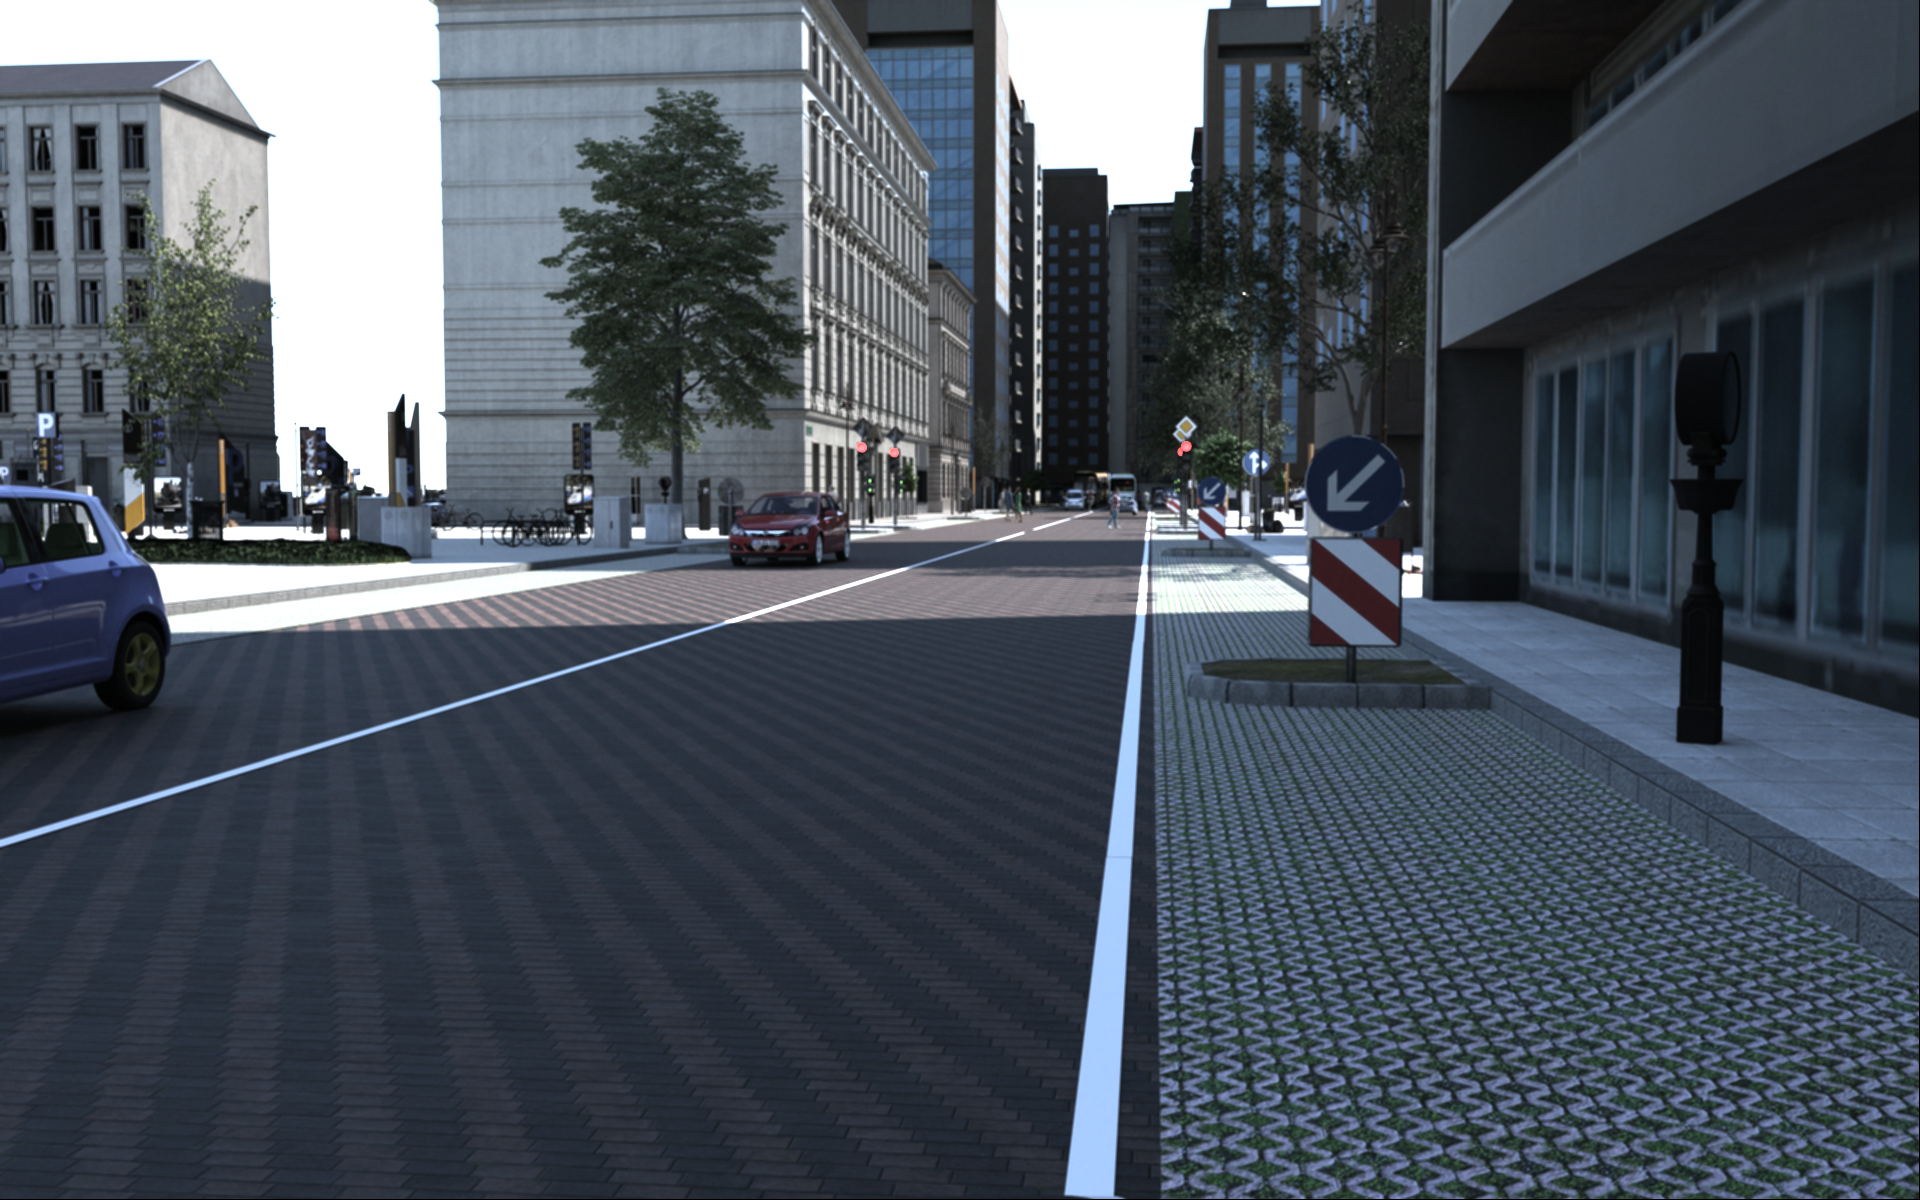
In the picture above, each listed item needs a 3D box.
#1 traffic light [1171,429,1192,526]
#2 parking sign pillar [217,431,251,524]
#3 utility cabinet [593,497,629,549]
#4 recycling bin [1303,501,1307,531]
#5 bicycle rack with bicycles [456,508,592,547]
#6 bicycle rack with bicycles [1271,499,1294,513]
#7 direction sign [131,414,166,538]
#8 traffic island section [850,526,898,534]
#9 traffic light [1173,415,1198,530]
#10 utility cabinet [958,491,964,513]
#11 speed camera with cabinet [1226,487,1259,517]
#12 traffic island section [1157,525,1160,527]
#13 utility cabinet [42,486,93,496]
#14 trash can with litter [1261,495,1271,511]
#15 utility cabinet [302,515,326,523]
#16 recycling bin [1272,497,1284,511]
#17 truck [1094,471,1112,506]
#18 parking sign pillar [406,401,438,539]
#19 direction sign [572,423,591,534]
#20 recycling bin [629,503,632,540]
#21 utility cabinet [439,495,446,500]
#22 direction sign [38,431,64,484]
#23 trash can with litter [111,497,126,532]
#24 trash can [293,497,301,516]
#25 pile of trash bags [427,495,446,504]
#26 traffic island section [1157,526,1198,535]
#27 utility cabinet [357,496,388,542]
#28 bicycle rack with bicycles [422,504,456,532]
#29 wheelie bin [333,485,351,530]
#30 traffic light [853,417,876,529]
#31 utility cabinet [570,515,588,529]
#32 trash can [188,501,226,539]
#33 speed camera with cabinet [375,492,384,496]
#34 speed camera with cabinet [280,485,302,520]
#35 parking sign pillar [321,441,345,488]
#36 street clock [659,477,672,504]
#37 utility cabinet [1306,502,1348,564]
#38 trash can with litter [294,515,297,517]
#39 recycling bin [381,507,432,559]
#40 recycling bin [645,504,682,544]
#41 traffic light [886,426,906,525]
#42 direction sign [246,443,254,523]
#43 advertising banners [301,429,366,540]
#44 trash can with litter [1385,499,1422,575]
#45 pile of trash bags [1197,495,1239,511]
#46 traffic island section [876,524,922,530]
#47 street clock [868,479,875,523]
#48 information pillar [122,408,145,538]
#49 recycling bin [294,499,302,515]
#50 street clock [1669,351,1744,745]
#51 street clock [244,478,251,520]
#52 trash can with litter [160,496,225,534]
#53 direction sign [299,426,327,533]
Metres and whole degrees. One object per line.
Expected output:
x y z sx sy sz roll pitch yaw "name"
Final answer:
8.949 -4.957 69.970 0.839 4.253 0.868 0 4 6 "traffic light"
-31.166 -5.238 74.114 1.447 3.967 1.447 1 4 10 "parking sign pillar"
-8.299 -1.835 41.166 1.020 1.237 0.306 3 5 40 "utility cabinet"
12.223 -2.863 59.364 0.722 1.027 0.722 -1 4 -11 "recycling bin"
-10.568 -1.835 43.391 2.925 0.926 2.852 -3 5 -39 "bicycle rack with bicycles"
22.511 -6.469 119.147 2.852 0.926 2.925 2 4 28 "bicycle rack with bicycles"
-23.124 -3.511 49.400 0.876 3.537 0.379 -2 4 -32 "direction sign"
-3.558 -2.517 63.431 2.009 0.180 2.903 0 4 6 "traffic island section"
8.073 -4.472 62.033 0.839 4.253 0.868 0 4 6 "traffic light"
0.054 -6.397 113.270 0.318 1.500 1.173 0 4 5 "utility cabinet"
15.758 -6.273 96.900 2.038 3.252 0.660 0 4 -3 "speed camera with cabinet"
8.988 -2.923 70.079 2.009 0.180 2.903 0 4 6 "traffic island section"
-24.035 -2.325 46.697 1.173 1.500 0.318 0 4 -6 "utility cabinet"
24.145 -7.532 134.208 1.678 1.210 2.233 -3 5 -39 "trash can with litter"
-27.841 -4.030 74.569 1.173 1.500 0.318 2 4 32 "utility cabinet"
23.690 -7.120 128.965 0.722 1.027 0.722 1 4 21 "recycling bin"
17.517 -13.965 217.247 2.839 4.237 11.283 0 4 8 "truck"
-15.802 -3.752 49.815 1.447 3.967 1.447 -1 4 -10 "parking sign pillar"
-12.028 -3.863 55.156 0.876 3.537 0.379 3 4 38 "direction sign"
-9.602 -2.180 48.205 0.722 1.027 0.722 1 4 16 "recycling bin"
-32.626 -6.029 109.740 0.306 1.237 1.020 -3 5 -44 "utility cabinet"
-32.662 -4.298 62.267 0.379 3.537 0.876 2 4 35 "direction sign"
-28.236 -2.899 58.790 1.055 1.170 0.624 1 4 12 "trash can with litter"
-38.848 -5.473 101.141 0.748 1.137 0.748 0 3 0 "trash can"
-34.135 -6.412 114.586 1.912 1.369 3.447 1 4 13 "pile of trash bags"
8.112 -2.438 62.142 2.009 0.180 2.903 0 4 6 "traffic island section"
-15.325 -2.108 45.629 1.020 1.237 0.306 -2 4 -25 "utility cabinet"
-18.300 -2.836 59.753 2.925 0.926 2.852 1 4 11 "bicycle rack with bicycles"
-22.382 -3.355 62.760 0.980 1.594 0.693 0 4 8 "wheelie bin"
-3.520 -4.549 63.292 0.839 4.253 0.868 0 4 6 "traffic light"
-14.043 -3.218 63.774 0.306 1.237 1.020 -2 4 -34 "utility cabinet"
-16.110 -1.556 37.090 0.748 1.137 0.748 0 3 0 "trash can"
-44.926 -8.607 135.063 2.038 3.252 0.660 -1 4 -23 "speed camera with cabinet"
-33.055 -5.597 85.838 2.038 3.252 0.660 -1 4 -13 "speed camera with cabinet"
-31.675 -6.056 87.487 1.447 3.967 1.447 2 4 32 "parking sign pillar"
-12.191 -4.104 71.665 0.471 2.002 0.358 1 4 20 "street clock"
6.757 -1.402 31.600 0.318 1.500 1.173 3 5 41 "utility cabinet"
-37.896 -5.271 97.246 2.233 1.210 1.678 0 4 6 "trash can with litter"
-11.073 -1.353 34.669 0.722 1.027 0.722 1 4 13 "recycling bin"
-7.631 -1.958 44.562 0.722 1.027 0.722 1 4 20 "recycling bin"
-2.644 -5.034 71.229 0.839 4.253 0.868 0 4 6 "traffic light"
-31.574 -5.190 76.854 0.379 3.537 0.876 -2 4 -26 "direction sign"
-16.836 -3.079 46.533 2.074 3.025 0.090 1 4 20 "advertising banners"
7.366 -1.015 27.645 2.233 1.210 1.678 1 4 16 "trash can with litter"
19.643 -7.447 131.516 3.447 1.369 1.912 1 4 17 "pile of trash bags"
-2.682 -3.002 71.368 2.009 0.180 2.903 0 4 6 "traffic island section"
-3.893 -4.366 75.960 0.358 2.002 0.471 0 4 8 "street clock"
-22.480 -3.408 47.082 0.504 3.616 0.183 -1 4 -12 "information pillar"
-41.276 -5.810 107.543 0.722 1.027 0.722 -1 4 -17 "recycling bin"
3.830 -0.265 8.910 0.358 2.002 0.471 2 4 35 "street clock"
-33.059 -4.630 80.273 0.358 2.002 0.471 0 4 4 "street clock"
-24.971 -2.763 56.240 2.233 1.210 1.678 1 4 23 "trash can with litter"
-21.565 -4.025 57.805 0.876 3.537 0.379 -2 4 -33 "direction sign"
